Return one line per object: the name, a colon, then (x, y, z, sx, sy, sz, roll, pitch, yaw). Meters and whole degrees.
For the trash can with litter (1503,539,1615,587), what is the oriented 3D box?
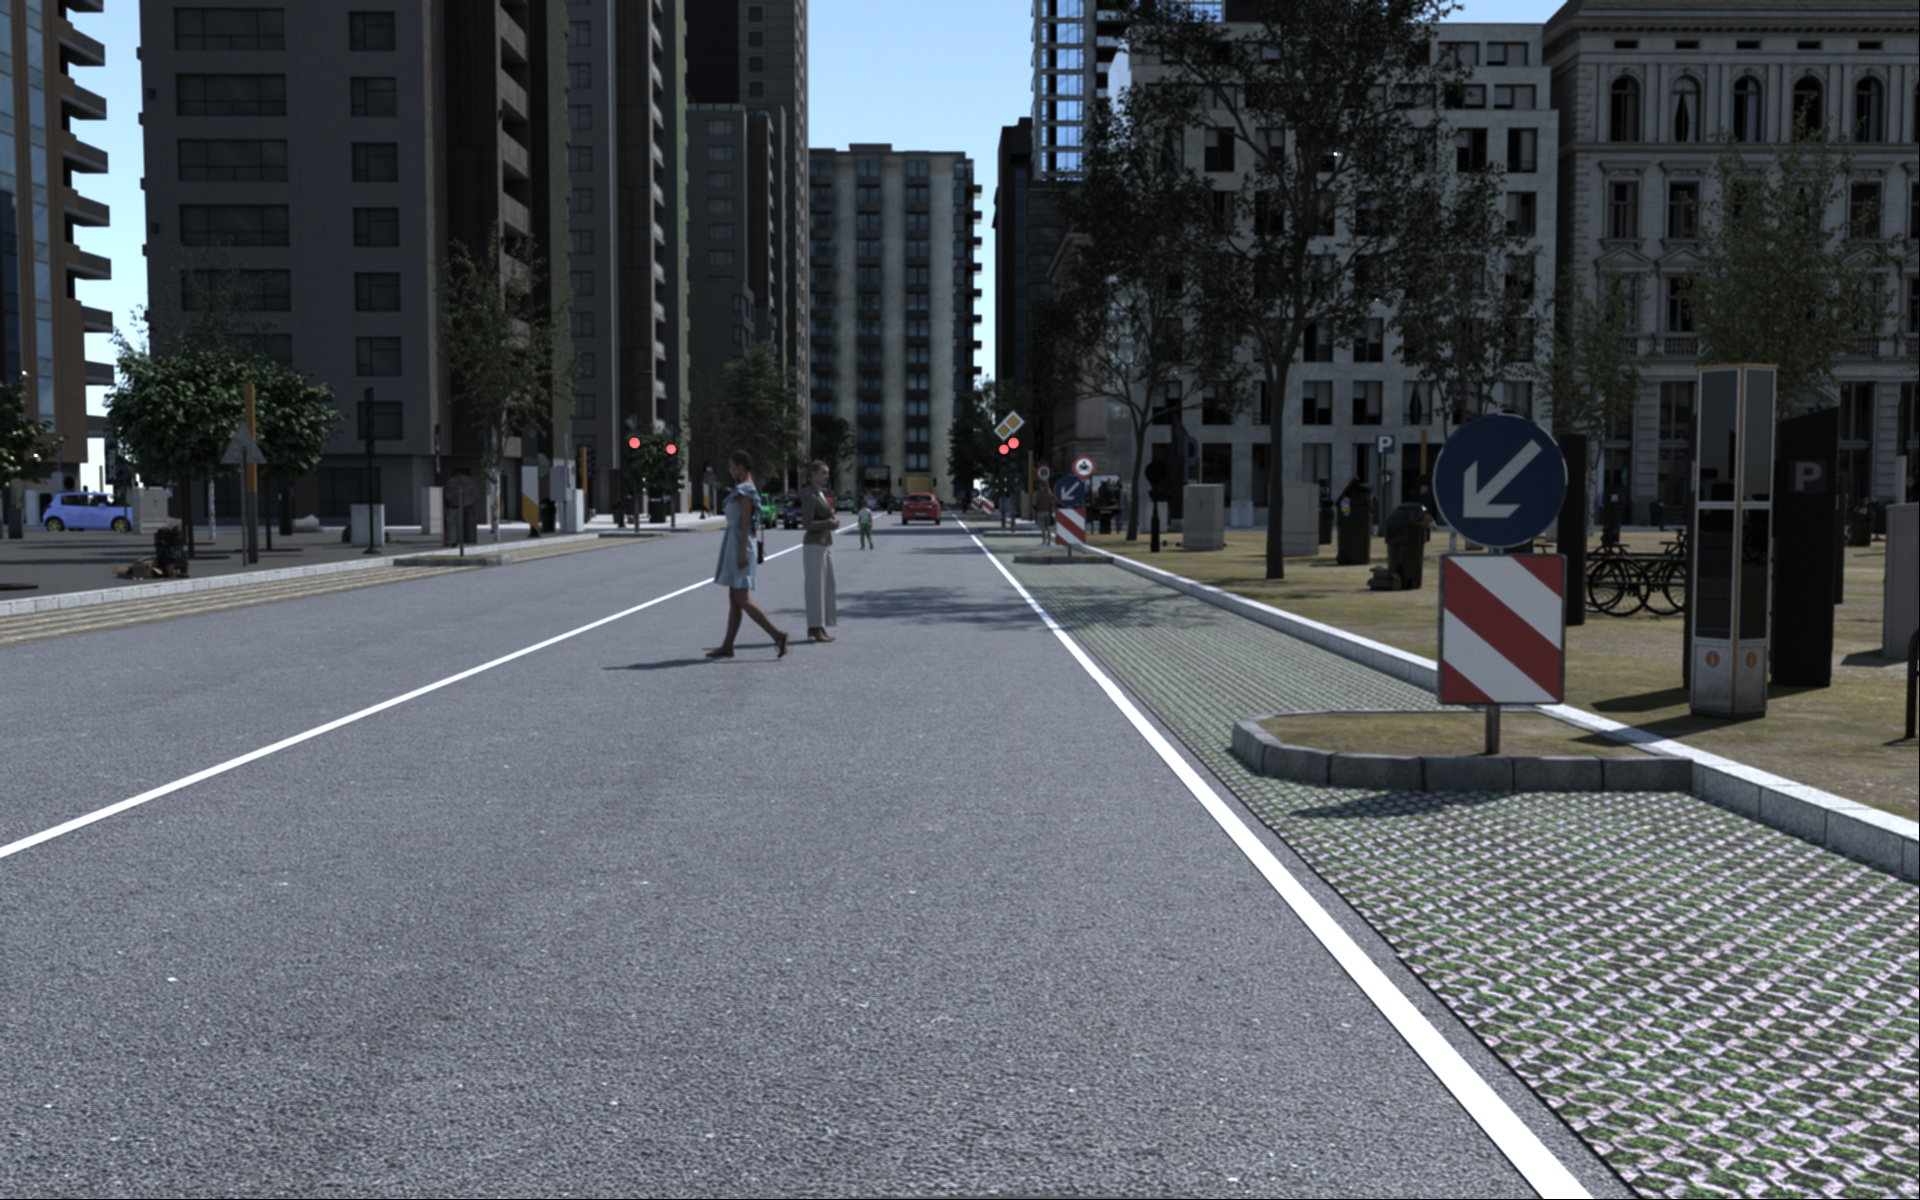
trash can with litter: (8.067, -0.785, 23.898, 2.233, 1.210, 1.678, 0, 4, 4)

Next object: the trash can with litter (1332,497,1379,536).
trash can with litter: (12.777, -2.639, 54.203, 2.233, 1.210, 1.678, 1, 4, 10)

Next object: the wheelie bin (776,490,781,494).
wheelie bin: (-14.248, -7.752, 134.650, 0.980, 1.594, 0.693, 0, 4, -5)

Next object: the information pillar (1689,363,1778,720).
information pillar: (4.439, -0.334, 9.953, 0.304, 2.012, 0.304, -2, 4, -29)

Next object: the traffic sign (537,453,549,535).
traffic sign: (-13.042, -3.261, 53.423, 0.768, 2.556, 0.104, 1, 4, 8)

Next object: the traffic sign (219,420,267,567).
traffic sign: (-12.622, -1.865, 30.493, 0.884, 2.594, 0.081, 0, 4, 7)

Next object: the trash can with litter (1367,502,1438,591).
trash can with litter: (5.927, -0.726, 23.264, 0.624, 1.170, 1.055, 3, 4, 39)

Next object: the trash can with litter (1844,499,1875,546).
trash can with litter: (21.968, -1.916, 42.716, 0.624, 1.170, 1.055, -2, 4, -32)

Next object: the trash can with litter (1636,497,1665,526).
trash can with litter: (27.342, -3.497, 68.567, 1.055, 1.170, 0.624, 2, 4, 30)

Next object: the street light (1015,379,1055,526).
street light: (3.107, -5.950, 69.828, 1.470, 5.913, 1.316, 0, 4, -1)

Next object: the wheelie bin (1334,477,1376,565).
wheelie bin: (7.222, -1.450, 31.624, 0.693, 1.594, 0.980, 1, 4, 19)

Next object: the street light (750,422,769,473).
street light: (-13.051, -8.548, 112.306, 1.470, 5.913, 1.316, 0, 4, -1)

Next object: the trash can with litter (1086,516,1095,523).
trash can with litter: (5.585, -4.051, 77.620, 1.055, 1.170, 0.624, 2, 4, 35)

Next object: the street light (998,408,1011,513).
street light: (2.729, -7.385, 93.282, 1.470, 5.913, 1.316, 0, 4, -1)

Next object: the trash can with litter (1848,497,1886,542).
trash can with litter: (24.609, -2.229, 47.507, 1.678, 1.210, 2.233, -2, 4, -30)

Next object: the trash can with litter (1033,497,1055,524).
trash can with litter: (3.715, -3.909, 75.303, 1.055, 1.170, 0.624, 1, 4, 23)

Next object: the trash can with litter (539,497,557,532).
trash can with litter: (-13.972, -2.870, 58.312, 0.624, 1.170, 1.055, -2, 4, -30)

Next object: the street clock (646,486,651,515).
street clock: (-18.770, -6.117, 104.582, 0.358, 2.002, 0.471, -1, 4, -10)

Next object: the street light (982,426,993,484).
street light: (2.389, -8.873, 117.613, 1.470, 5.913, 1.316, 0, 4, -1)

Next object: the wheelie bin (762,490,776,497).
wheelie bin: (-13.912, -7.111, 124.174, 0.693, 1.594, 0.980, 1, 4, 21)

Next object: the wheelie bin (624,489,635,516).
wheelie bin: (-19.521, -5.788, 102.549, 0.693, 1.594, 0.980, -1, 4, -17)

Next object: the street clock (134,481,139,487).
street clock: (-47.148, -5.785, 99.146, 0.358, 2.002, 0.471, -2, 4, -30)

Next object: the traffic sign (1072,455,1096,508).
traffic sign: (4.077, -3.476, 56.945, 0.768, 2.556, 0.104, 0, 4, 3)

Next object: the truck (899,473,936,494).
truck: (-3.790, -9.746, 155.263, 3.469, 3.379, 9.791, 0, 4, -2)

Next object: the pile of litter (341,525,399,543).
pile of litter: (-15.712, -1.965, 46.100, 1.719, 0.858, 1.176, -3, 5, -43)

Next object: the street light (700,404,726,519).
street light: (-12.717, -7.127, 89.062, 1.470, 5.913, 1.316, 0, 4, -1)

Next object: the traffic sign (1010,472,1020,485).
traffic sign: (3.001, -5.923, 96.939, 0.768, 2.556, 0.104, 0, 4, 1)

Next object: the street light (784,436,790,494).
street light: (-13.247, -10.000, 136.037, 1.470, 5.913, 1.316, 0, 4, -1)

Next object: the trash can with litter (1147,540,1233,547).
trash can with litter: (5.697, -1.932, 42.644, 2.233, 1.210, 1.678, 0, 4, 1)

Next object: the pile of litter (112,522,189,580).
pile of litter: (-12.424, -0.775, 26.629, 1.176, 0.858, 1.719, -1, 4, -9)

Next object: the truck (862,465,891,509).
truck: (-8.177, -11.160, 171.384, 2.839, 4.237, 11.283, 0, 4, -2)

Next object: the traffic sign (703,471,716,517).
traffic sign: (-13.726, -5.790, 94.778, 0.768, 2.556, 0.104, 0, 4, 1)

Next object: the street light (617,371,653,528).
street light: (-12.331, -5.700, 65.742, 1.470, 5.913, 1.316, 0, 4, -1)

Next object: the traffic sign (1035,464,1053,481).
traffic sign: (3.549, -4.464, 73.098, 0.768, 2.556, 0.104, 0, 4, 4)

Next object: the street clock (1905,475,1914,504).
street clock: (36.686, -3.824, 67.095, 0.471, 2.002, 0.358, -1, 4, -22)

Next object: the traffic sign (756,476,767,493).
traffic sign: (-14.014, -7.464, 122.148, 0.768, 2.556, 0.104, 0, 4, 5)

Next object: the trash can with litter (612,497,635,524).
trash can with litter: (-14.357, -3.836, 74.112, 1.055, 1.170, 0.624, 0, 4, -4)

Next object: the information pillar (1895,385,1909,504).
information pillar: (20.416, -2.826, 37.561, 0.183, 3.616, 0.504, 1, 4, 14)

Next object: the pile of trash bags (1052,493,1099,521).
pile of trash bags: (5.540, -4.388, 81.494, 3.447, 1.369, 1.912, 0, 4, 2)

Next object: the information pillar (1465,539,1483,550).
information pillar: (11.767, -2.146, 39.572, 0.304, 2.012, 0.304, -1, 4, -16)

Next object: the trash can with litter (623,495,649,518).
trash can with litter: (-17.186, -4.926, 91.595, 2.233, 1.210, 1.678, 0, 4, 3)

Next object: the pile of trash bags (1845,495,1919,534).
pile of trash bags: (29.337, -2.804, 55.598, 3.447, 1.369, 1.912, -1, 4, -18)

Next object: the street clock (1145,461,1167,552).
street clock: (4.307, -2.054, 38.161, 0.471, 2.002, 0.358, 0, 4, 2)

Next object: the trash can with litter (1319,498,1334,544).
trash can with litter: (9.202, -2.022, 44.444, 0.624, 1.170, 1.055, 0, 4, -6)

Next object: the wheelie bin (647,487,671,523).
wheelie bin: (-13.275, -4.167, 76.041, 0.980, 1.594, 0.693, 1, 4, 11)
